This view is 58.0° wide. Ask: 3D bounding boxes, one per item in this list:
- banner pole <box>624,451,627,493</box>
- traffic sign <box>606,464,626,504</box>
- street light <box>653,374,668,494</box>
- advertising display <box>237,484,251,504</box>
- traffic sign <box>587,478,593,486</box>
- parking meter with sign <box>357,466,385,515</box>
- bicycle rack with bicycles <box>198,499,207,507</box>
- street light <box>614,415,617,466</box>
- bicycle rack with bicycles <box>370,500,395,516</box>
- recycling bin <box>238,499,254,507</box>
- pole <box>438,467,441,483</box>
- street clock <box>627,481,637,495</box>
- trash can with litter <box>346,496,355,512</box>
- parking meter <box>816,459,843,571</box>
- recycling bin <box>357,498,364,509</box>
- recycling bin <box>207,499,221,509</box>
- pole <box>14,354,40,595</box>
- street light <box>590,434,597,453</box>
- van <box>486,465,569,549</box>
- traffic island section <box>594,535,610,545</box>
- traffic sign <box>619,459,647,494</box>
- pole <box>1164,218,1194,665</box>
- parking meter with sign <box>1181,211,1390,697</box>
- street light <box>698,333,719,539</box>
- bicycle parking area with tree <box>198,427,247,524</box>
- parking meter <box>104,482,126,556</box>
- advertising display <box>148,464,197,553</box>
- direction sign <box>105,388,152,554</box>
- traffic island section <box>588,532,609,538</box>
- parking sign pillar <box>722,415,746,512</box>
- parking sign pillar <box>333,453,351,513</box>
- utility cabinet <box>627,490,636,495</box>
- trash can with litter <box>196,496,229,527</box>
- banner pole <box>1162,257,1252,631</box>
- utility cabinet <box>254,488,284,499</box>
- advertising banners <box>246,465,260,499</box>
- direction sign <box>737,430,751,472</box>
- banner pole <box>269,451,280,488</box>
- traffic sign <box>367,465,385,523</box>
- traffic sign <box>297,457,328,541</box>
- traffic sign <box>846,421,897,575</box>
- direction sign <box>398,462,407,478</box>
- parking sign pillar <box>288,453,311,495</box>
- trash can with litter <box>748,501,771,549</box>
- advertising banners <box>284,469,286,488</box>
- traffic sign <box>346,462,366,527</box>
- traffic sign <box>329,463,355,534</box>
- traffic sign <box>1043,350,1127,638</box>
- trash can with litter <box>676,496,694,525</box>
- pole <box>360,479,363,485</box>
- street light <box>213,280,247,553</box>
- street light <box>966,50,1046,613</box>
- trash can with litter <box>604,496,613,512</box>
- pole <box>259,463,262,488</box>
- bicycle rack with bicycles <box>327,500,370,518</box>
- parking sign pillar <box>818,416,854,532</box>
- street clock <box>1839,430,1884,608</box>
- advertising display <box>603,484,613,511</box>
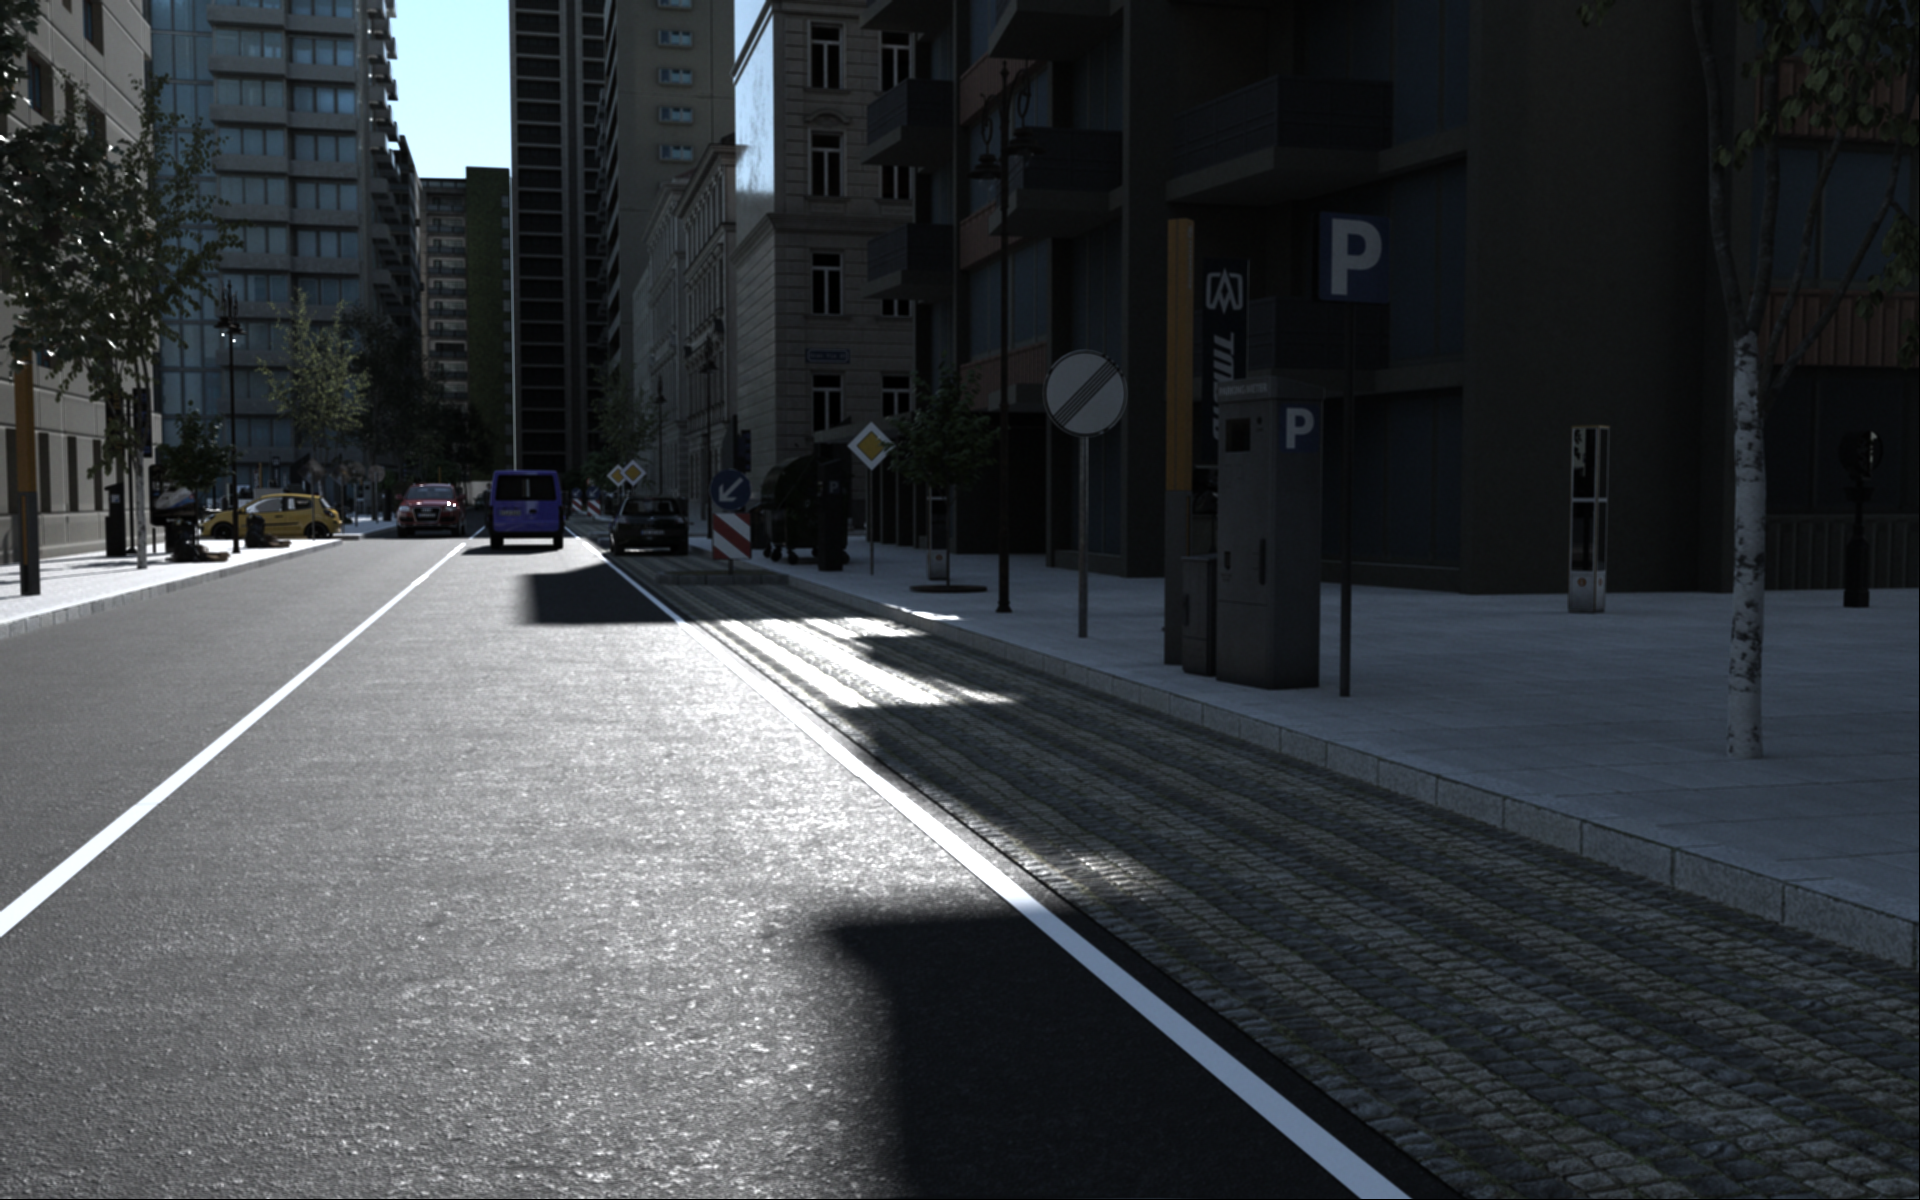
[{"bbox_3d":[-19.485,-6.785,100.944,0.401,3.779,0.863,-2,4,-25],"label":"banner pole"},{"bbox_3d":[-11.303,-3.284,57.330,0.795,2.450,0.064,-1,4,-14],"label":"traffic sign"},{"bbox_3d":[-11.555,-5.753,66.846,0.468,5.910,1.993,-1,4,-14],"label":"street light"},{"bbox_3d":[-48.134,-6.794,116.296,0.974,1.923,0.123,-3,5,-39],"label":"advertising display"},{"bbox_3d":[-27.012,-7.774,127.204,0.768,2.556,0.104,0,4,-6],"label":"traffic sign"},{"bbox_3d":[-36.721,-6.820,107.767,1.738,3.016,0.543,0,4,5],"label":"parking meter with sign"},{"bbox_3d":[-51.629,-6.263,115.777,2.852,0.926,2.925,2,4,28],"label":"bicycle rack with bicycles"},{"bbox_3d":[-19.610,-7.701,98.694,0.468,5.910,1.993,-1,4,-14],"label":"street light"},{"bbox_3d":[-33.799,-5.358,100.980,2.925,0.926,2.852,3,5,44],"label":"bicycle rack with bicycles"},{"bbox_3d":[-34.844,-4.423,84.869,0.722,1.027,0.722,1,4,9],"label":"recycling bin"},{"bbox_3d":[-38.560,-8.230,128.404,0.158,3.312,0.155,0,3,0],"label":"pole"},{"bbox_3d":[-15.658,-4.779,82.706,0.471,2.002,0.358,-1,4,-14],"label":"street clock"},{"bbox_3d":[-42.649,-6.746,121.687,1.055,1.170,0.624,-1,4,-22],"label":"trash can with litter"},{"bbox_3d":[-2.175,-1.416,28.858,0.399,1.863,0.255,-2,4,-33],"label":"parking meter"},{"bbox_3d":[-37.740,-5.947,109.791,0.722,1.027,0.722,1,4,17],"label":"recycling bin"},{"bbox_3d":[-41.629,-5.163,96.967,0.722,1.027,0.722,2,4,27],"label":"recycling bin"},{"bbox_3d":[-11.818,-1.717,21.922,0.158,3.312,0.155,0,3,0],"label":"pole"},{"bbox_3d":[-27.461,-9.602,129.776,0.468,5.910,1.993,-1,4,-14],"label":"street light"},{"bbox_3d":[-11.741,-2.605,46.976,2.240,2.365,5.245,-1,4,-13],"label":"van"},{"bbox_3d":[-9.334,-1.675,49.668,2.009,0.180,2.903,-1,4,-14],"label":"traffic island section"},{"bbox_3d":[-9.355,-2.810,49.585,0.795,2.450,0.064,-1,4,-14],"label":"traffic sign"},{"bbox_3d":[1.643,-1.170,12.971,0.158,3.312,0.155,0,3,0],"label":"pole"},{"bbox_3d":[2.090,-0.941,11.638,0.543,3.016,1.738,-2,4,-25],"label":"parking meter with sign"},{"bbox_3d":[-7.206,-4.705,49.714,0.468,5.910,1.993,-1,4,-14],"label":"street light"},{"bbox_3d":[-34.184,-5.258,72.967,8.231,4.147,9.016,1,4,10],"label":"bicycle parking area with tree"},{"bbox_3d":[-17.444,-1.673,35.764,0.372,1.533,0.369,0,3,0],"label":"parking meter"},{"bbox_3d":[-17.235,-2.002,37.953,0.974,1.923,0.123,-3,5,-45],"label":"advertising display"},{"bbox_3d":[-17.744,-2.755,37.036,0.876,3.537,0.379,-1,4,-20],"label":"direction sign"},{"bbox_3d":[-11.282,-2.149,57.413,2.009,0.180,2.903,-1,4,-14],"label":"traffic island section"},{"bbox_3d":[-7.777,-4.345,59.509,1.447,3.967,1.447,-2,4,-25],"label":"parking sign pillar"},{"bbox_3d":[-41.365,-7.772,115.549,1.447,3.967,1.447,-3,4,-38],"label":"parking sign pillar"},{"bbox_3d":[-16.420,-4.767,86.620,0.318,1.500,1.173,-1,4,-19],"label":"utility cabinet"},{"bbox_3d":[-29.885,-3.452,67.495,1.678,1.210,2.233,2,4,30],"label":"trash can with litter"},{"bbox_3d":[2.315,-1.600,16.177,0.863,3.779,0.401,-1,4,-14],"label":"banner pole"},{"bbox_3d":[-25.593,-3.406,64.362,1.173,1.500,0.318,-2,4,-27],"label":"utility cabinet"},{"bbox_3d":[-41.600,-6.471,101.989,0.090,3.025,2.074,0,4,-1],"label":"advertising banners"},{"bbox_3d":[-7.783,-4.225,61.077,0.876,3.537,0.379,-2,4,-30],"label":"direction sign"},{"bbox_3d":[-40.272,-6.831,101.701,0.401,3.779,0.863,3,4,37],"label":"banner pole"},{"bbox_3d":[-25.438,-4.612,75.516,0.768,2.556,0.104,0,4,-4],"label":"traffic sign"},{"bbox_3d":[-17.744,-2.683,47.504,0.795,2.450,0.064,-1,4,-14],"label":"traffic sign"},{"bbox_3d":[-1.397,-1.600,27.340,0.795,2.450,0.064,-1,4,-9],"label":"traffic sign"},{"bbox_3d":[-39.933,-8.079,124.087,0.876,3.537,0.379,2,4,34],"label":"direction sign"},{"bbox_3d":[-42.800,-7.567,112.199,1.447,3.967,1.447,-3,4,-38],"label":"parking sign pillar"},{"bbox_3d":[-4.883,-1.774,40.400,1.055,1.170,0.624,1,4,15],"label":"trash can with litter"},{"bbox_3d":[-47.511,-7.711,122.268,0.090,3.025,2.074,-2,4,-30],"label":"advertising banners"},{"bbox_3d":[-23.703,-4.149,67.939,0.768,2.556,0.104,-1,4,-14],"label":"traffic sign"},{"bbox_3d":[-19.692,-3.156,55.249,0.795,2.450,0.064,-1,4,-14],"label":"traffic sign"},{"bbox_3d":[1.100,-0.936,15.414,0.768,2.556,0.104,-1,4,-10],"label":"traffic sign"},{"bbox_3d":[-12.056,-3.765,72.615,2.233,1.210,1.678,-2,4,-31],"label":"trash can with litter"},{"bbox_3d":[-39.927,-7.441,115.501,0.158,3.312,0.155,0,3,0],"label":"pole"},{"bbox_3d":[-15.750,-3.959,37.515,0.468,5.910,1.993,-1,4,-14],"label":"street light"},{"bbox_3d":[0.477,-2.804,18.627,0.468,5.910,1.993,-1,4,-14],"label":"street light"},{"bbox_3d":[-21.467,-5.825,106.624,0.624,1.170,1.055,-3,5,-43],"label":"trash can with litter"},{"bbox_3d":[-45.144,-7.217,111.841,0.158,3.312,0.155,0,3,0],"label":"pole"},{"bbox_3d":[-30.763,-4.313,83.894,2.925,0.926,2.852,1,4,9],"label":"bicycle rack with bicycles"},{"bbox_3d":[-4.374,-4.348,59.562,1.447,3.967,1.447,0,4,0],"label":"parking sign pillar"},{"bbox_3d":[10.172,-0.919,19.597,0.471,2.002,0.358,-2,4,-27],"label":"street clock"},{"bbox_3d":[-21.896,-6.325,108.624,0.974,1.923,0.123,1,4,13],"label":"advertising display"}]
